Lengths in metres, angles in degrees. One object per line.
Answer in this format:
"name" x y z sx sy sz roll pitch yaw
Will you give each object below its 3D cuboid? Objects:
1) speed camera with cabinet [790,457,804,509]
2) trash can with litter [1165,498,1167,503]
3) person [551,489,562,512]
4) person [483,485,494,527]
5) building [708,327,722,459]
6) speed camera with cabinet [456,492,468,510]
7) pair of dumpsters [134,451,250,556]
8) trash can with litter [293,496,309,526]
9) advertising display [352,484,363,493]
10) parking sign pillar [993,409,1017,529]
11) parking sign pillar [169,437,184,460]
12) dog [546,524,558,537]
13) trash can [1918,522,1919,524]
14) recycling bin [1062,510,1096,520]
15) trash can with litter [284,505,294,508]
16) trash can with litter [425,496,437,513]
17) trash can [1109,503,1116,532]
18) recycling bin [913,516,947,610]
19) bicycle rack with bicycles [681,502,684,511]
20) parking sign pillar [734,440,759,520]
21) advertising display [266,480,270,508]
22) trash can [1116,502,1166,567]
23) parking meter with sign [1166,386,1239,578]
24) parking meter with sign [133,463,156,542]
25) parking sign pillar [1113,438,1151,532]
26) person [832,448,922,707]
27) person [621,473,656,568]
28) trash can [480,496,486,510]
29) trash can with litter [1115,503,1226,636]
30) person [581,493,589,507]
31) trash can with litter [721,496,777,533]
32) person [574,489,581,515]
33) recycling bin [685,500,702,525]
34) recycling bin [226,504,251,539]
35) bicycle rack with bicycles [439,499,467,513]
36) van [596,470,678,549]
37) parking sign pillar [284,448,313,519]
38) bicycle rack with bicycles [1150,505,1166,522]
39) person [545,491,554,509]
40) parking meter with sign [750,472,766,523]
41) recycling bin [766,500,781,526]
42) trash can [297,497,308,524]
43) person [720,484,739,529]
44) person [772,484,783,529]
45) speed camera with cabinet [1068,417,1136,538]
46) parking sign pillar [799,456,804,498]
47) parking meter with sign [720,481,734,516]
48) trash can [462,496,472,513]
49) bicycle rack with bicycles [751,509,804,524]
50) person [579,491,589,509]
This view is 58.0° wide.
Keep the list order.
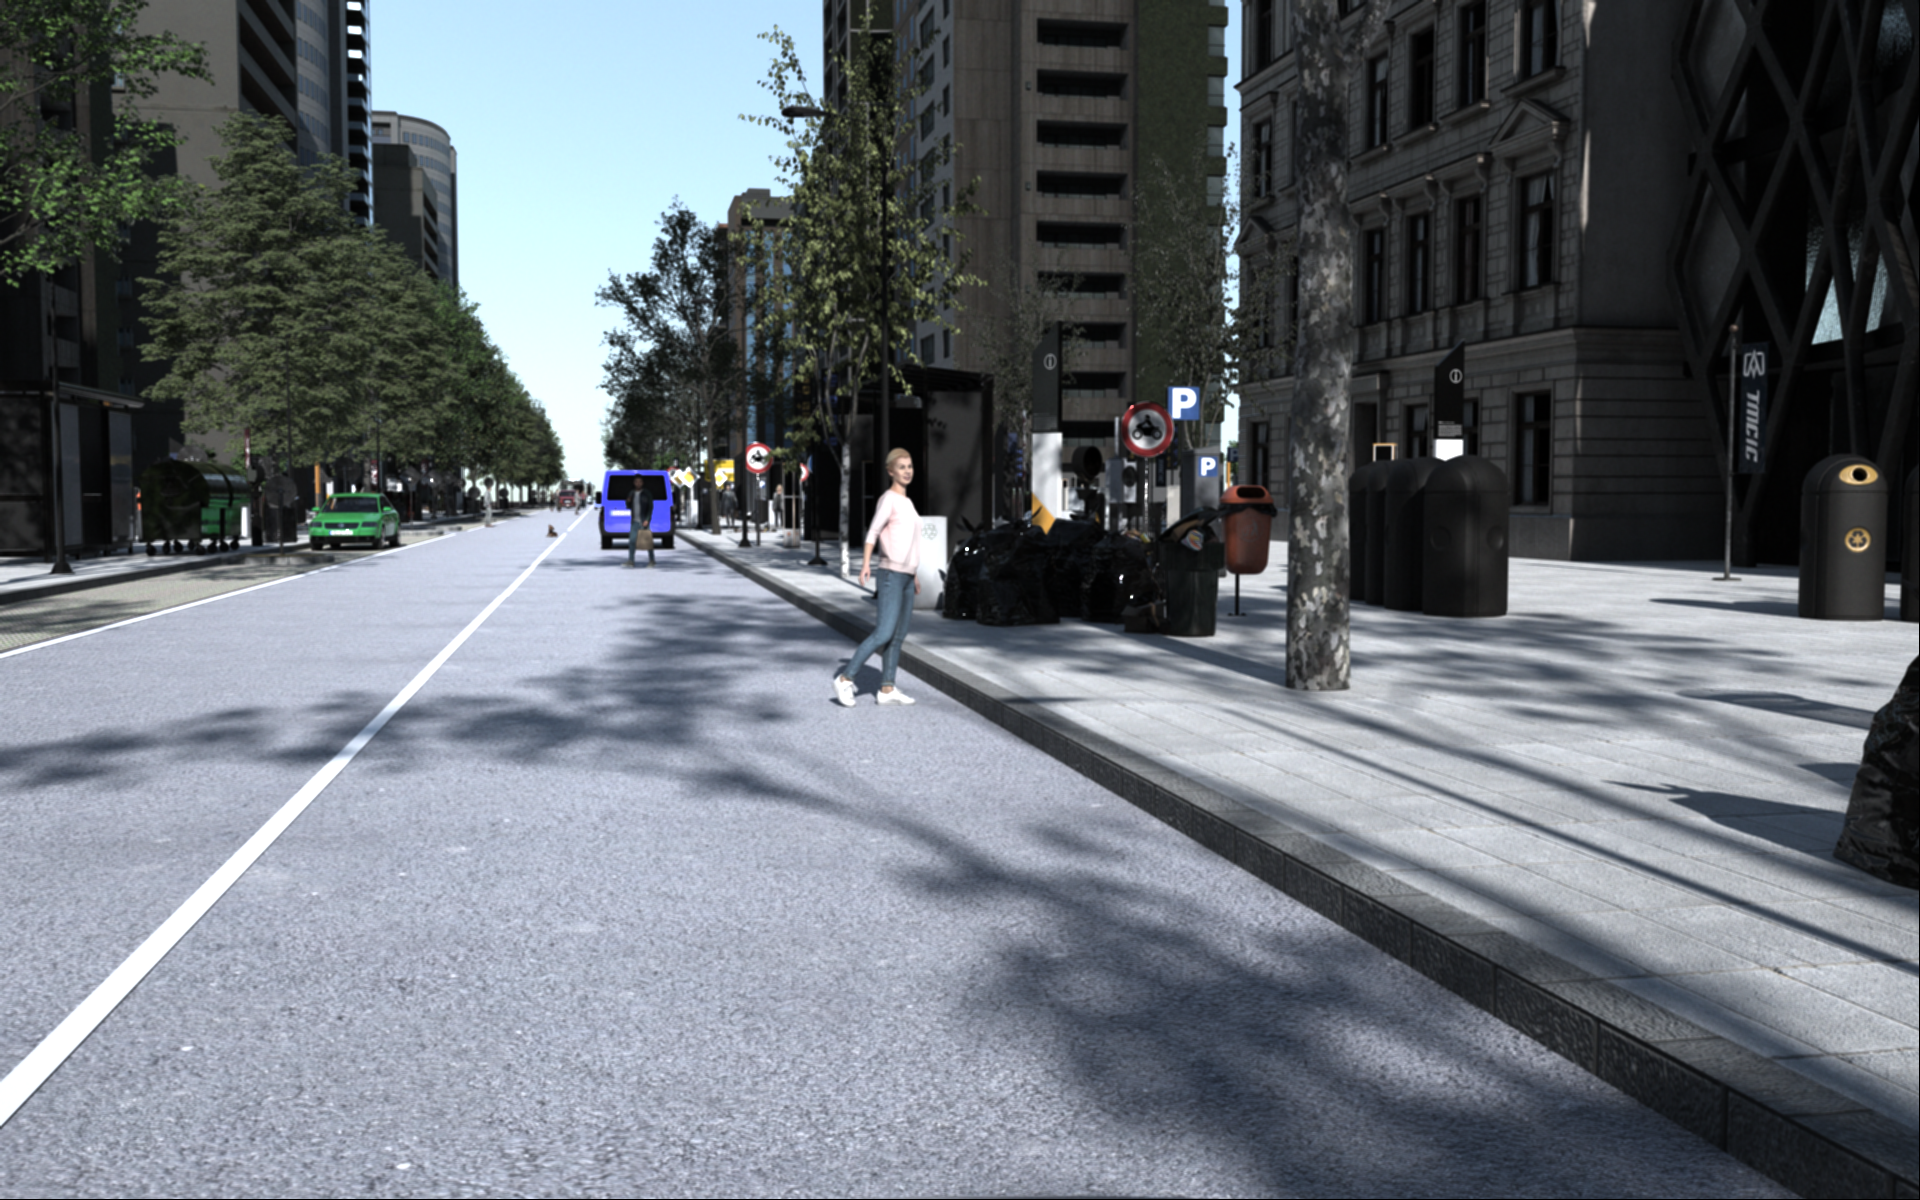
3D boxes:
"speed camera with cabinet" -7.676 -5.586 85.661 2.038 3.252 0.660 2 4 28
"trash can with litter" 7.718 -3.080 61.749 1.055 1.170 0.624 -3 5 -43
"person" -32.367 -7.981 138.951 0.822 1.834 0.622 0 4 6
"person" -20.712 -4.123 76.017 0.391 1.810 0.635 -2 4 -25
"building" -36.264 -32.135 297.105 14.160 30.474 14.107 -1 4 -12
"speed camera with cabinet" -39.881 -8.756 137.497 2.038 3.252 0.660 1 4 20
"pair of dumpsters" -16.636 -2.147 37.603 1.574 2.255 4.437 -1 4 -11
"trash can with litter" -26.623 -3.622 70.275 1.678 1.210 2.233 2 4 29
"advertising display" -39.710 -6.673 114.315 0.974 1.923 0.123 0 4 -1
"parking sign pillar" 1.444 -4.097 55.464 1.447 3.967 1.447 -1 4 -12
"parking sign pillar" -36.637 -5.709 81.816 1.447 3.967 1.447 -1 4 -12
"dog" -13.742 -2.315 58.051 0.550 0.427 0.748 0 4 8
"trash can" 5.321 0.170 8.881 0.748 1.137 0.748 0 3 0
"recycling bin" 1.683 -0.874 26.838 0.722 1.027 0.722 0 4 -7
"trash can with litter" -26.372 -3.405 67.056 1.055 1.170 0.624 0 4 2
"trash can with litter" -41.563 -7.616 135.907 0.624 1.170 1.055 0 4 2
"trash can" 4.734 -2.576 53.764 0.748 1.137 0.748 0 3 0
"recycling bin" -0.524 -0.426 19.515 0.722 1.027 0.722 0 4 -4
"bicycle rack with bicycles" -19.096 -6.750 123.738 2.852 0.926 2.925 1 4 23
"parking sign pillar" -10.653 -6.016 86.841 1.447 3.967 1.447 1 4 14
"advertising display" -30.896 -4.434 77.712 0.123 1.923 0.974 -3 5 -39
"trash can" 3.258 -1.159 30.606 0.748 1.137 0.748 0 3 0
"parking meter with sign" 3.778 -1.900 27.331 0.543 3.016 1.738 -1 4 -12
"parking meter with sign" -22.323 -3.037 45.922 1.738 3.016 0.543 -1 4 -8
"parking sign pillar" 5.788 -4.291 58.626 1.447 3.967 1.447 -3 4 -36
"person" -0.575 -0.154 11.690 0.598 1.740 0.731 0 4 7
"person" -6.120 -1.516 33.278 0.794 1.824 0.713 3 5 39
"trash can" -37.344 -7.609 136.063 0.748 1.137 0.748 0 3 0
"trash can with litter" 1.887 -0.270 15.808 1.055 1.170 0.624 3 5 42
"person" -41.904 -11.237 192.218 1.348 1.826 0.705 -1 4 -20
"trash can with litter" -7.054 -2.895 58.386 2.233 1.210 1.678 -3 5 -42
"person" -26.780 -6.898 121.490 0.583 1.804 0.606 -3 5 -41
"recycling bin" -11.047 -3.651 72.242 0.722 1.027 0.722 -1 4 -17
"recycling bin" -20.726 -2.263 49.555 0.722 1.027 0.722 -1 4 -14
"bicycle rack with bicycles" -35.229 -6.567 120.747 2.852 0.926 2.925 0 4 5
"van" -8.695 -2.583 46.620 2.240 2.365 5.245 -1 4 -11
"parking sign pillar" -39.042 -6.930 101.773 1.447 3.967 1.447 0 4 5
"bicycle rack with bicycles" 9.509 -4.185 81.802 2.925 0.926 2.852 3 5 41
"person" -38.453 -9.410 163.076 1.217 1.735 0.721 0 4 1
"parking meter with sign" -8.954 -4.940 77.022 0.543 3.016 1.738 -2 4 -30
"recycling bin" -7.460 -3.556 70.693 0.722 1.027 0.722 1 4 17
"trash can" -28.609 -3.869 74.912 0.748 1.137 0.748 0 3 0
"person" -9.028 -3.623 67.862 0.709 1.813 0.853 0 4 -8
"person" -6.769 -3.487 65.688 0.709 1.800 0.728 0 4 4
"speed camera with cabinet" 3.640 -3.033 43.931 2.038 3.252 0.660 -3 5 -42
"parking sign pillar" -11.535 -8.227 122.984 1.447 3.967 1.447 1 4 18
"parking meter with sign" -13.233 -6.320 99.586 0.543 3.016 1.738 -3 5 -43
"trash can" -33.112 -6.414 116.525 0.748 1.137 0.748 0 3 0
"bicycle rack with bicycles" -7.341 -3.735 74.450 2.925 0.926 2.852 0 4 2
"person" -35.838 -9.512 164.734 1.217 1.743 0.721 0 4 -3
